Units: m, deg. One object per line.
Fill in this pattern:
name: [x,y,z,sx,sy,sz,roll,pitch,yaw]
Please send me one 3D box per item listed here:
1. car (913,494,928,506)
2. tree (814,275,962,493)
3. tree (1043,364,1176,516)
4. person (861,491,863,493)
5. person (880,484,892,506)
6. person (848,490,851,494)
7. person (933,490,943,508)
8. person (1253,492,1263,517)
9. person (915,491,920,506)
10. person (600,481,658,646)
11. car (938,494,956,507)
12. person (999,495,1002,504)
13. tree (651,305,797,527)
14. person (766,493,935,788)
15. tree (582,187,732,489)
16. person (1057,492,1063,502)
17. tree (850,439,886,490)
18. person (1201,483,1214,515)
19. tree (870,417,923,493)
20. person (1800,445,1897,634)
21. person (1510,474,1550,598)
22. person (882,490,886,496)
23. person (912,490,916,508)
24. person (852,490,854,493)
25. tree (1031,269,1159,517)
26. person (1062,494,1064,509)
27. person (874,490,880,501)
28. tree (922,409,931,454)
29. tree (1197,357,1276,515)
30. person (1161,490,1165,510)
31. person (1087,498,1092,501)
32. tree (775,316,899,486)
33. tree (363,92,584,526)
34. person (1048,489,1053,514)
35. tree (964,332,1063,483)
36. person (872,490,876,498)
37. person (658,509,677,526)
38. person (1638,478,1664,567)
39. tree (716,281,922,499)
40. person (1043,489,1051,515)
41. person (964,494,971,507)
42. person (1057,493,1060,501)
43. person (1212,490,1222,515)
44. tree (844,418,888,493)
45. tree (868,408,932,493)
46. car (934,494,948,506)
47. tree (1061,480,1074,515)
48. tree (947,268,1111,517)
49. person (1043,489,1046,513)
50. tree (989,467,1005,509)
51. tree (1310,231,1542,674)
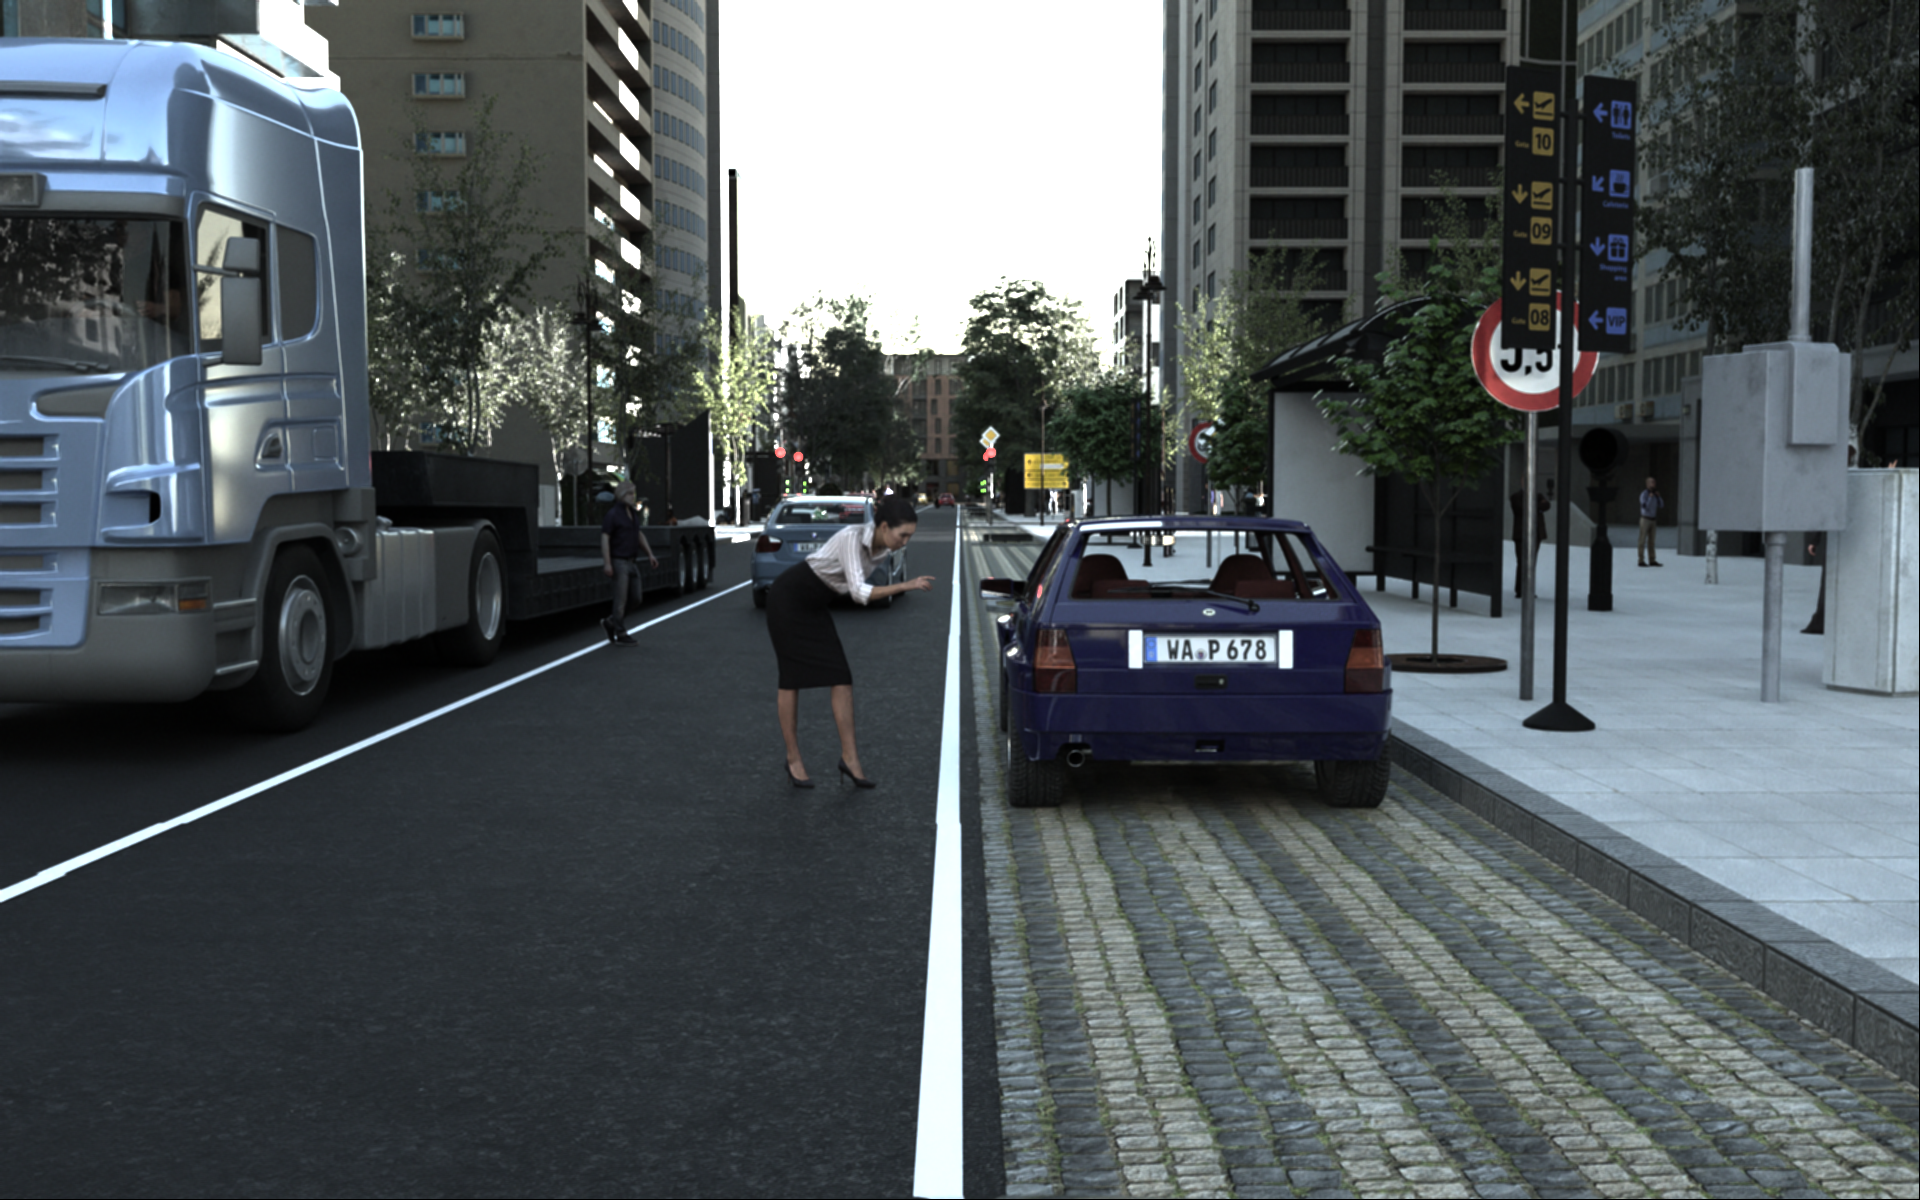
car: [-4.899,-12.499,214.578,2.015,1.641,3.980,0,3,0]
tree: [-7.386,-17.864,147.969,12.611,20.169,13.585,0,3,0]
tree: [3.785,-3.683,43.925,4.285,4.588,4.351,0,3,0]
person: [-12.268,-12.855,217.154,0.436,1.711,0.756,-1,4,-11]
person: [-3.118,-3.895,72.051,0.599,1.838,0.709,2,4,30]
person: [-10.686,-9.885,168.384,0.721,1.735,1.217,-2,4,-35]
person: [-2.285,-10.114,173.881,1.348,1.823,0.705,-3,5,-43]
person: [11.322,-3.420,65.873,0.340,1.345,0.435,3,5,43]
person: [-5.042,-11.889,203.407,0.617,1.759,0.750,1,4,12]
person: [-3.191,-0.353,16.486,0.569,1.553,0.471,-2,4,-31]
car: [-1.518,-10.933,187.795,2.155,1.783,4.494,0,4,-1]
person: [4.828,-13.051,220.143,1.217,1.735,0.721,-2,4,-28]
tree: [-8.797,-7.101,66.462,4.737,8.622,4.395,0,3,0]
person: [-0.542,0.201,8.410,0.799,1.438,0.628,0,4,-6]
tree: [-7.994,-5.645,42.654,4.360,8.622,3.978,0,3,0]
person: [11.938,-12.155,205.598,1.217,1.723,0.721,2,4,26]
tree: [-8.901,-12.785,159.393,4.360,8.622,3.978,0,3,0]
person: [9.662,-3.717,67.519,0.504,1.737,0.576,0,4,2]
tree: [-7.714,-16.507,204.306,7.601,10.594,8.767,-2,4,-34]
person: [8.157,-0.552,15.869,0.742,1.727,0.445,-1,4,-19]
person: [7.061,-0.803,21.437,0.482,1.546,0.388,-1,4,-12]
person: [-7.531,-10.000,170.340,0.742,1.727,0.445,3,5,45]
person: [-4.746,-10.421,178.971,0.705,1.814,1.350,-1,4,-14]
person: [-12.028,-11.362,192.537,1.217,1.743,0.721,3,5,41]
tree: [4.124,-6.485,56.400,4.360,8.622,3.978,0,3,0]
person: [9.177,-8.772,153.370,0.435,1.345,0.340,-2,4,-28]
person: [-9.444,-11.632,196.935,0.721,1.735,1.217,-2,4,-30]
tree: [-7.828,-16.225,175.646,12.009,13.543,11.850,0,3,0]
tree: [3.911,-1.831,24.534,1.663,3.219,1.824,0,3,0]
person: [10.062,-4.799,85.964,0.566,1.644,0.517,0,4,-5]
person: [4.964,-3.388,63.804,0.453,1.535,0.546,1,4,21]
tree: [-8.980,-13.376,125.350,9.857,13.997,8.962,0,3,0]
tree: [-9.076,-4.933,31.020,4.360,8.622,3.978,0,3,0]
person: [5.635,-6.272,109.312,0.376,1.734,0.841,2,4,32]
tree: [3.852,-12.380,120.532,7.486,12.596,7.792,0,3,0]
person: [-10.693,-12.694,214.113,0.617,1.759,0.750,0,4,1]
person: [-8.520,-2.221,50.647,0.655,0.850,0.859,-2,4,-27]
person: [12.229,-1.380,30.666,0.516,1.574,0.319,-2,4,-26]
tree: [-8.831,-11.551,99.228,12.009,13.543,11.850,0,3,0]
person: [5.263,-6.044,104.983,0.598,1.807,0.434,-2,4,-35]
person: [0.790,-10.992,191.406,0.628,1.438,0.799,3,5,42]
person: [12.786,-13.100,223.421,0.628,1.438,0.799,0,4,0]
person: [10.611,-4.012,71.772,0.598,1.807,0.434,-1,4,-12]
tree: [-8.009,-11.363,136.140,4.737,8.622,4.395,0,3,0]
tree: [-8.710,-19.173,230.486,9.611,12.733,9.660,0,3,0]
car: [-2.318,-12.564,215.207,2.009,1.686,4.222,0,4,1]
tree: [6.935,-6.822,106.145,1.663,3.219,1.824,0,3,0]
tree: [3.837,-11.605,96.401,9.857,13.997,8.962,0,3,0]
person: [5.822,-6.826,117.787,0.789,1.805,0.875,0,4,7]
tree: [3.582,-9.984,146.948,4.285,4.588,4.351,0,3,0]
tree: [3.535,-1.121,12.924,1.663,3.219,1.824,0,3,0]
